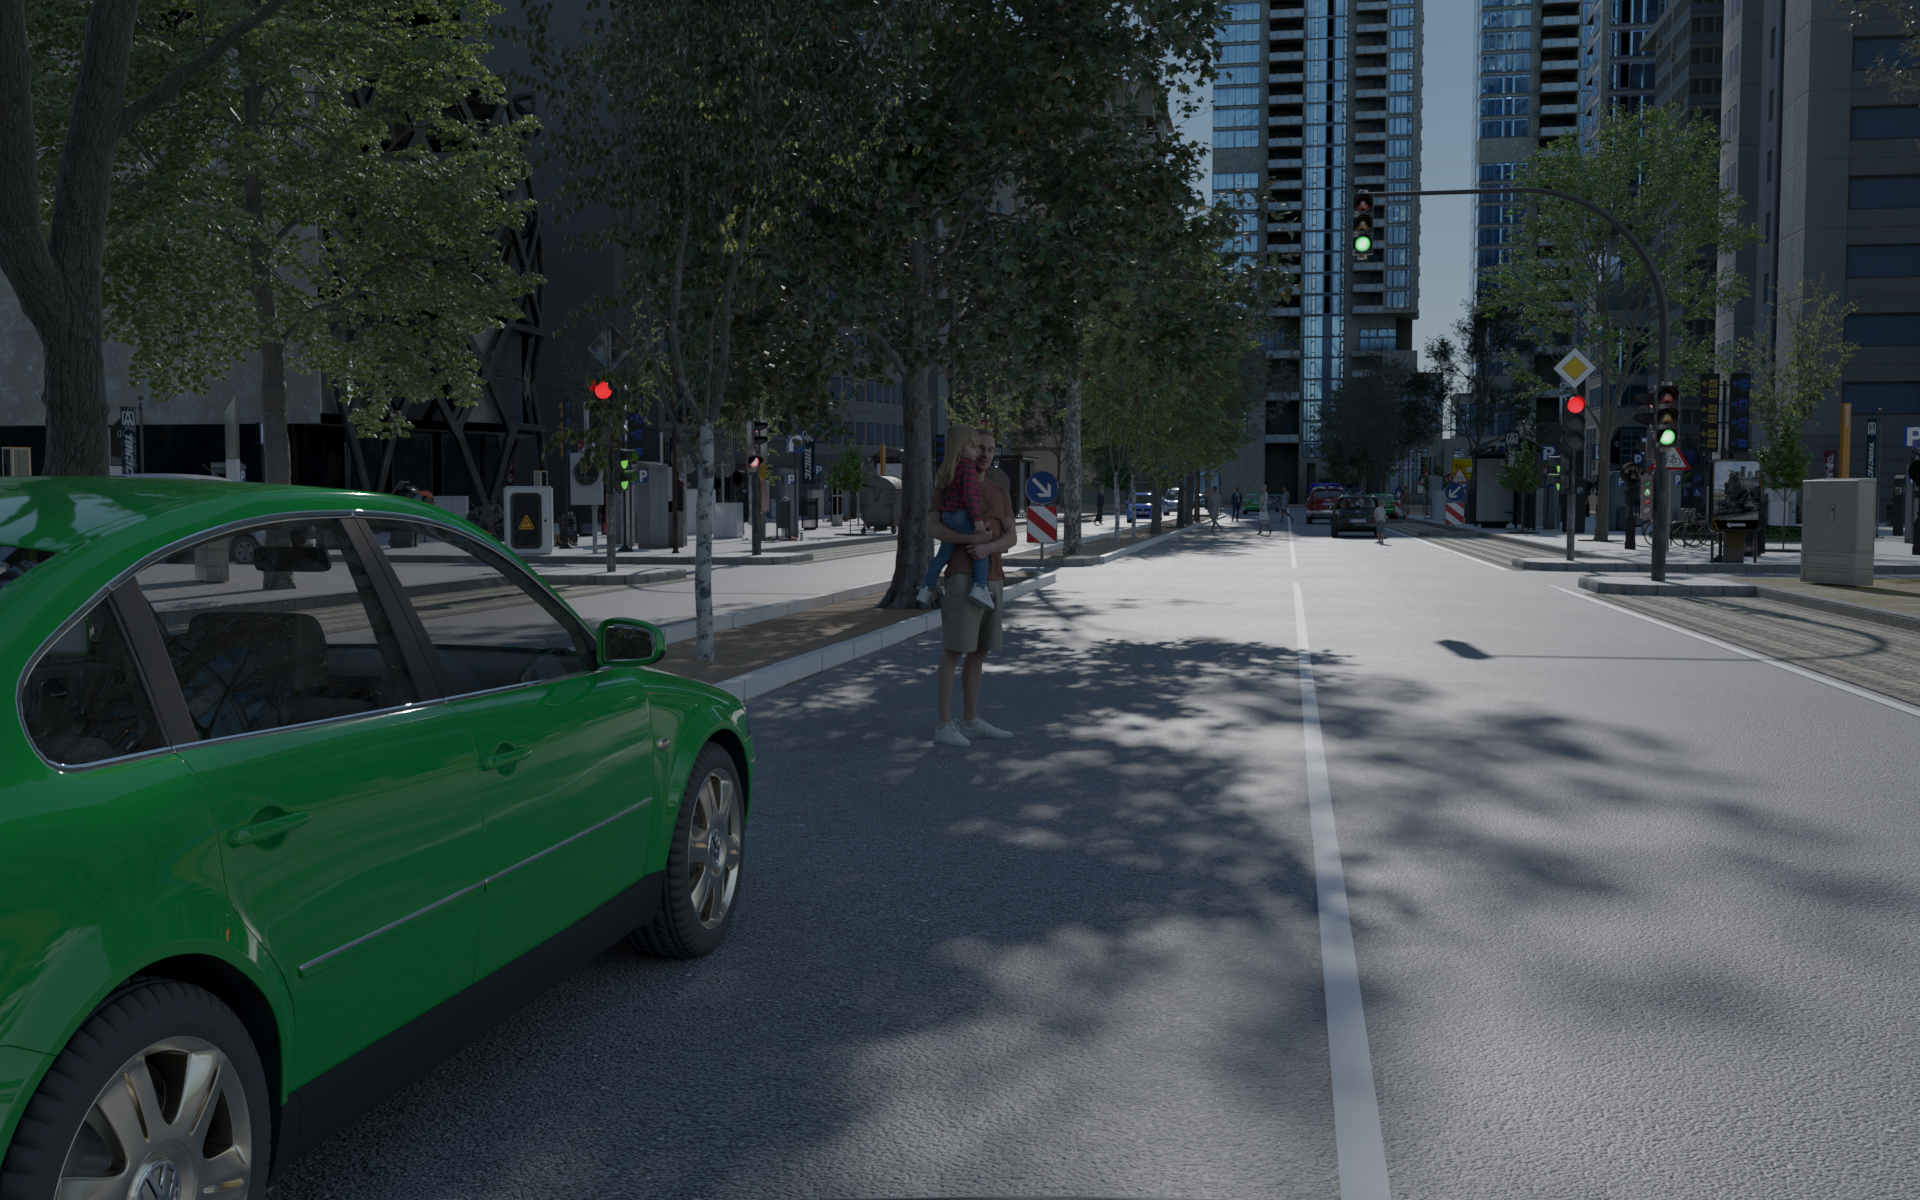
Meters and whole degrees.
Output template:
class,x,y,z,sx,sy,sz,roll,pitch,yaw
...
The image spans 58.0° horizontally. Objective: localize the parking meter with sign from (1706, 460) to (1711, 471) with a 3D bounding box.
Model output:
class,x,y,z,sx,sy,sz,roll,pitch,yaw
parking meter with sign,37.652,-5.675,89.042,0.543,3.016,1.738,-3,5,-42

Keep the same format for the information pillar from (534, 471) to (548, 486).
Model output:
class,x,y,z,sx,sy,sz,roll,pitch,yaw
information pillar,-13.247,-3.075,54.761,0.304,2.012,0.304,2,4,31

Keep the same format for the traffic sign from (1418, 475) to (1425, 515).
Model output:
class,x,y,z,sx,sy,sz,roll,pitch,yaw
traffic sign,28.635,-6.533,106.926,0.768,2.556,0.104,1,4,14

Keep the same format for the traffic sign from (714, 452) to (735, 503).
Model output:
class,x,y,z,sx,sy,sz,roll,pitch,yaw
traffic sign,-7.125,-3.179,52.077,0.768,2.556,0.104,1,4,18

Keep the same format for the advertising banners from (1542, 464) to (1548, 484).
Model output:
class,x,y,z,sx,sy,sz,roll,pitch,yaw
advertising banners,35.209,-6.507,102.579,2.074,3.025,0.090,-2,4,-26

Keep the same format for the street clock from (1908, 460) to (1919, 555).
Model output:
class,x,y,z,sx,sy,sz,roll,pitch,yaw
street clock,20.149,-1.943,36.333,0.358,2.002,0.471,-1,4,-20

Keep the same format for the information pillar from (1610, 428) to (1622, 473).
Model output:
class,x,y,z,sx,sy,sz,roll,pitch,yaw
information pillar,23.410,-4.312,61.857,0.183,3.616,0.504,-1,4,-22

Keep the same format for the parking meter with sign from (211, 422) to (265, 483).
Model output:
class,x,y,z,sx,sy,sz,roll,pitch,yaw
parking meter with sign,-17.741,-2.799,42.030,1.738,3.016,0.543,0,4,-2

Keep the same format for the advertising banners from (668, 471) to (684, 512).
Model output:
class,x,y,z,sx,sy,sz,roll,pitch,yaw
advertising banners,-19.657,-7.318,115.835,2.074,3.025,0.090,-1,4,-16

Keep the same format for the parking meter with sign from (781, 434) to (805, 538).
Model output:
class,x,y,z,sx,sy,sz,roll,pitch,yaw
parking meter with sign,-4.985,-3.347,50.976,0.543,3.016,1.738,-1,4,-15

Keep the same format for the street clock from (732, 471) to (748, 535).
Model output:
class,x,y,z,sx,sy,sz,roll,pitch,yaw
street clock,-6.824,-3.008,53.749,0.471,2.002,0.358,3,5,42

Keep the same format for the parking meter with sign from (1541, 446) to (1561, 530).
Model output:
class,x,y,z,sx,sy,sz,roll,pitch,yaw
parking meter with sign,21.629,-4.101,63.305,0.543,3.016,1.738,2,4,27

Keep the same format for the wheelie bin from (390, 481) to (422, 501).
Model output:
class,x,y,z,sx,sy,sz,roll,pitch,yaw
wheelie bin,-13.329,-2.060,41.587,0.693,1.594,0.980,0,4,1

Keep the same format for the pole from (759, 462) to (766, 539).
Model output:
class,x,y,z,sx,sy,sz,roll,pitch,yaw
pole,-5.671,-3.408,49.564,0.158,3.312,0.155,0,3,0

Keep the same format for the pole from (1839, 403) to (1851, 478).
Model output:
class,x,y,z,sx,sy,sz,roll,pitch,yaw
pole,19.882,-2.759,38.953,0.158,3.312,0.155,0,3,0

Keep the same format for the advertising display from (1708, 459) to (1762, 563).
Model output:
class,x,y,z,sx,sy,sz,roll,pitch,yaw
advertising display,14.358,-1.645,32.103,0.974,1.923,0.123,0,4,-6

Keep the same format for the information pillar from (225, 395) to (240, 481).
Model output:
class,x,y,z,sx,sy,sz,roll,pitch,yaw
information pillar,-17.234,-3.041,41.081,0.504,3.616,0.183,3,4,37

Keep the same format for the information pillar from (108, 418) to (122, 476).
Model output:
class,x,y,z,sx,sy,sz,roll,pitch,yaw
information pillar,-24.879,-3.661,51.216,0.183,3.616,0.504,2,4,34

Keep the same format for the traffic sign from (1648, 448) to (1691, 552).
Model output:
class,x,y,z,sx,sy,sz,roll,pitch,yaw
traffic sign,15.759,-2.355,38.507,0.884,2.594,0.081,1,4,15

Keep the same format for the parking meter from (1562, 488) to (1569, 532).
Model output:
class,x,y,z,sx,sy,sz,roll,pitch,yaw
parking meter,20.362,-3.031,57.966,0.372,1.533,0.369,0,3,0

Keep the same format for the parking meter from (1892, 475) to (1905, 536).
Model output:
class,x,y,z,sx,sy,sz,roll,pitch,yaw
parking meter,28.810,-2.901,53.144,0.255,1.863,0.399,3,4,37

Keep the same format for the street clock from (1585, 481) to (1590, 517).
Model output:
class,x,y,z,sx,sy,sz,roll,pitch,yaw
street clock,35.085,-5.640,96.777,0.471,2.002,0.358,0,4,-6

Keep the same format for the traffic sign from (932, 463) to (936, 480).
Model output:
class,x,y,z,sx,sy,sz,roll,pitch,yaw
traffic sign,-1.290,-4.217,69.050,0.768,2.556,0.104,1,4,13

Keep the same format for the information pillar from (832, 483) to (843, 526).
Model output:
class,x,y,z,sx,sy,sz,roll,pitch,yaw
information pillar,-4.868,-3.929,68.724,0.304,2.012,0.304,3,4,39

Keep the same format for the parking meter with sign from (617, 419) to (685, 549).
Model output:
class,x,y,z,sx,sy,sz,roll,pitch,yaw
parking meter with sign,-7.218,-2.726,40.831,0.543,3.016,1.738,2,4,30

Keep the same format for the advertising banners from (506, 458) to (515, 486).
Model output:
class,x,y,z,sx,sy,sz,roll,pitch,yaw
advertising banners,-19.081,-4.592,71.272,2.074,3.025,0.090,2,4,28

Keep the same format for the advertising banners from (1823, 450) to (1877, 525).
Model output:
class,x,y,z,sx,sy,sz,roll,pitch,yaw
advertising banners,35.258,-4.432,68.644,2.074,3.025,0.090,1,4,11

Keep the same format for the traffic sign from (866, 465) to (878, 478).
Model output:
class,x,y,z,sx,sy,sz,roll,pitch,yaw
traffic sign,-3.925,-4.562,74.699,0.768,2.556,0.104,1,4,14

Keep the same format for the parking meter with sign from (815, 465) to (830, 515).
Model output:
class,x,y,z,sx,sy,sz,roll,pitch,yaw
parking meter with sign,-8.251,-6.634,104.720,0.543,3.016,1.738,-2,4,-25

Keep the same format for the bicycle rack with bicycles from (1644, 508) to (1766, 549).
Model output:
class,x,y,z,sx,sy,sz,roll,pitch,yaw
bicycle rack with bicycles,18.053,-1.736,41.763,2.925,0.926,2.852,1,4,14

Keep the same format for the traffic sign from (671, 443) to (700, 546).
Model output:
class,x,y,z,sx,sy,sz,roll,pitch,yaw
traffic sign,-6.761,-2.600,42.618,0.768,2.556,0.104,1,4,13

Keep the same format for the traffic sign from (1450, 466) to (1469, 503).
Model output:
class,x,y,z,sx,sy,sz,roll,pitch,yaw
traffic sign,23.380,-4.961,81.120,0.884,2.594,0.081,1,4,11

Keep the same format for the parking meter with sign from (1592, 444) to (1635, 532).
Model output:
class,x,y,z,sx,sy,sz,roll,pitch,yaw
parking meter with sign,22.617,-3.890,59.858,0.543,3.016,1.738,-1,4,-17

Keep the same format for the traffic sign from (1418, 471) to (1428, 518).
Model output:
class,x,y,z,sx,sy,sz,roll,pitch,yaw
traffic sign,25.357,-5.769,94.335,0.884,2.594,0.081,1,4,11

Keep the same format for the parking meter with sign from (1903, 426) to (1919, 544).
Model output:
class,x,y,z,sx,sy,sz,roll,pitch,yaw
parking meter with sign,24.918,-2.985,45.070,0.543,3.016,1.738,2,4,35

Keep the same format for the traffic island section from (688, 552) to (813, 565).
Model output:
class,x,y,z,sx,sy,sz,roll,pitch,yaw
traffic island section,-4.301,-0.868,36.478,2.009,0.180,2.903,1,4,11

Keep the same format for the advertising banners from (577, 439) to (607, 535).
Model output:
class,x,y,z,sx,sy,sz,roll,pitch,yaw
advertising banners,-11.087,-3.579,54.708,2.074,3.025,0.090,1,4,8

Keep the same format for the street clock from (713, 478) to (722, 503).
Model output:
class,x,y,z,sx,sy,sz,roll,pitch,yaw
street clock,-10.985,-4.515,78.392,0.471,2.002,0.358,1,4,16

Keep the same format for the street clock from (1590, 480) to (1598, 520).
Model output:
class,x,y,z,sx,sy,sz,roll,pitch,yaw
street clock,31.940,-5.022,86.683,0.471,2.002,0.358,2,4,32

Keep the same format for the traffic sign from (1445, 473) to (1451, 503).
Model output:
class,x,y,z,sx,sy,sz,roll,pitch,yaw
traffic sign,29.684,-6.406,104.838,0.768,2.556,0.104,1,4,13

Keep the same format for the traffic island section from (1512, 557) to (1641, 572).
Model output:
class,x,y,z,sx,sy,sz,roll,pitch,yaw
traffic island section,11.807,-0.683,33.450,2.009,0.180,2.903,1,4,11

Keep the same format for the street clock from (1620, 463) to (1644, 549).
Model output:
class,x,y,z,sx,sy,sz,roll,pitch,yaw
street clock,15.553,-2.176,40.141,0.471,2.002,0.358,0,4,-4

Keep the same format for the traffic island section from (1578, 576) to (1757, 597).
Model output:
class,x,y,z,sx,sy,sz,roll,pitch,yaw
traffic island section,10.329,-0.203,25.603,2.009,0.180,2.903,1,4,11

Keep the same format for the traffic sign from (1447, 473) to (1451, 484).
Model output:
class,x,y,z,sx,sy,sz,roll,pitch,yaw
traffic sign,28.593,-6.129,100.309,0.768,2.556,0.104,1,4,18

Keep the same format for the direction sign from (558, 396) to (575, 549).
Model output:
class,x,y,z,sx,sy,sz,roll,pitch,yaw
direction sign,-9.224,-2.967,40.507,0.379,3.537,0.876,-2,4,-31

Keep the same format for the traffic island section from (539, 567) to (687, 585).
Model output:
class,x,y,z,sx,sy,sz,roll,pitch,yaw
traffic island section,-5.779,-0.388,28.631,2.009,0.180,2.903,1,4,11

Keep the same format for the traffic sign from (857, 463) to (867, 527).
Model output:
class,x,y,z,sx,sy,sz,roll,pitch,yaw
traffic sign,-4.023,-4.178,68.414,0.768,2.556,0.104,1,4,17

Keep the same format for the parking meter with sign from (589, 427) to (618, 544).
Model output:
class,x,y,z,sx,sy,sz,roll,pitch,yaw
parking meter with sign,-8.690,-2.962,44.691,1.738,3.016,0.543,1,4,19

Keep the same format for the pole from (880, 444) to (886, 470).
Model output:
class,x,y,z,sx,sy,sz,roll,pitch,yaw
pole,-3.151,-4.714,70.919,0.158,3.312,0.155,0,3,0

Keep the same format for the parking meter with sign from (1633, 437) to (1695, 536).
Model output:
class,x,y,z,sx,sy,sz,roll,pitch,yaw
parking meter with sign,21.491,-3.446,52.597,0.543,3.016,1.738,-2,4,-33

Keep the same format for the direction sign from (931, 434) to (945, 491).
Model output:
class,x,y,z,sx,sy,sz,roll,pitch,yaw
direction sign,-0.998,-4.521,65.917,0.876,3.537,0.379,1,4,19

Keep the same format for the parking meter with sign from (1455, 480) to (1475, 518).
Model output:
class,x,y,z,sx,sy,sz,roll,pitch,yaw
parking meter with sign,27.035,-5.868,92.196,1.738,3.016,0.543,-3,4,-37

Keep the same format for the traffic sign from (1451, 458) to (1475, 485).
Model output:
class,x,y,z,sx,sy,sz,roll,pitch,yaw
traffic sign,28.947,-6.365,97.946,2.265,3.308,0.079,1,4,13

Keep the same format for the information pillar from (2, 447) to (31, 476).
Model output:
class,x,y,z,sx,sy,sz,roll,pitch,yaw
information pillar,-14.789,-1.389,27.200,0.304,2.012,0.304,2,4,35
